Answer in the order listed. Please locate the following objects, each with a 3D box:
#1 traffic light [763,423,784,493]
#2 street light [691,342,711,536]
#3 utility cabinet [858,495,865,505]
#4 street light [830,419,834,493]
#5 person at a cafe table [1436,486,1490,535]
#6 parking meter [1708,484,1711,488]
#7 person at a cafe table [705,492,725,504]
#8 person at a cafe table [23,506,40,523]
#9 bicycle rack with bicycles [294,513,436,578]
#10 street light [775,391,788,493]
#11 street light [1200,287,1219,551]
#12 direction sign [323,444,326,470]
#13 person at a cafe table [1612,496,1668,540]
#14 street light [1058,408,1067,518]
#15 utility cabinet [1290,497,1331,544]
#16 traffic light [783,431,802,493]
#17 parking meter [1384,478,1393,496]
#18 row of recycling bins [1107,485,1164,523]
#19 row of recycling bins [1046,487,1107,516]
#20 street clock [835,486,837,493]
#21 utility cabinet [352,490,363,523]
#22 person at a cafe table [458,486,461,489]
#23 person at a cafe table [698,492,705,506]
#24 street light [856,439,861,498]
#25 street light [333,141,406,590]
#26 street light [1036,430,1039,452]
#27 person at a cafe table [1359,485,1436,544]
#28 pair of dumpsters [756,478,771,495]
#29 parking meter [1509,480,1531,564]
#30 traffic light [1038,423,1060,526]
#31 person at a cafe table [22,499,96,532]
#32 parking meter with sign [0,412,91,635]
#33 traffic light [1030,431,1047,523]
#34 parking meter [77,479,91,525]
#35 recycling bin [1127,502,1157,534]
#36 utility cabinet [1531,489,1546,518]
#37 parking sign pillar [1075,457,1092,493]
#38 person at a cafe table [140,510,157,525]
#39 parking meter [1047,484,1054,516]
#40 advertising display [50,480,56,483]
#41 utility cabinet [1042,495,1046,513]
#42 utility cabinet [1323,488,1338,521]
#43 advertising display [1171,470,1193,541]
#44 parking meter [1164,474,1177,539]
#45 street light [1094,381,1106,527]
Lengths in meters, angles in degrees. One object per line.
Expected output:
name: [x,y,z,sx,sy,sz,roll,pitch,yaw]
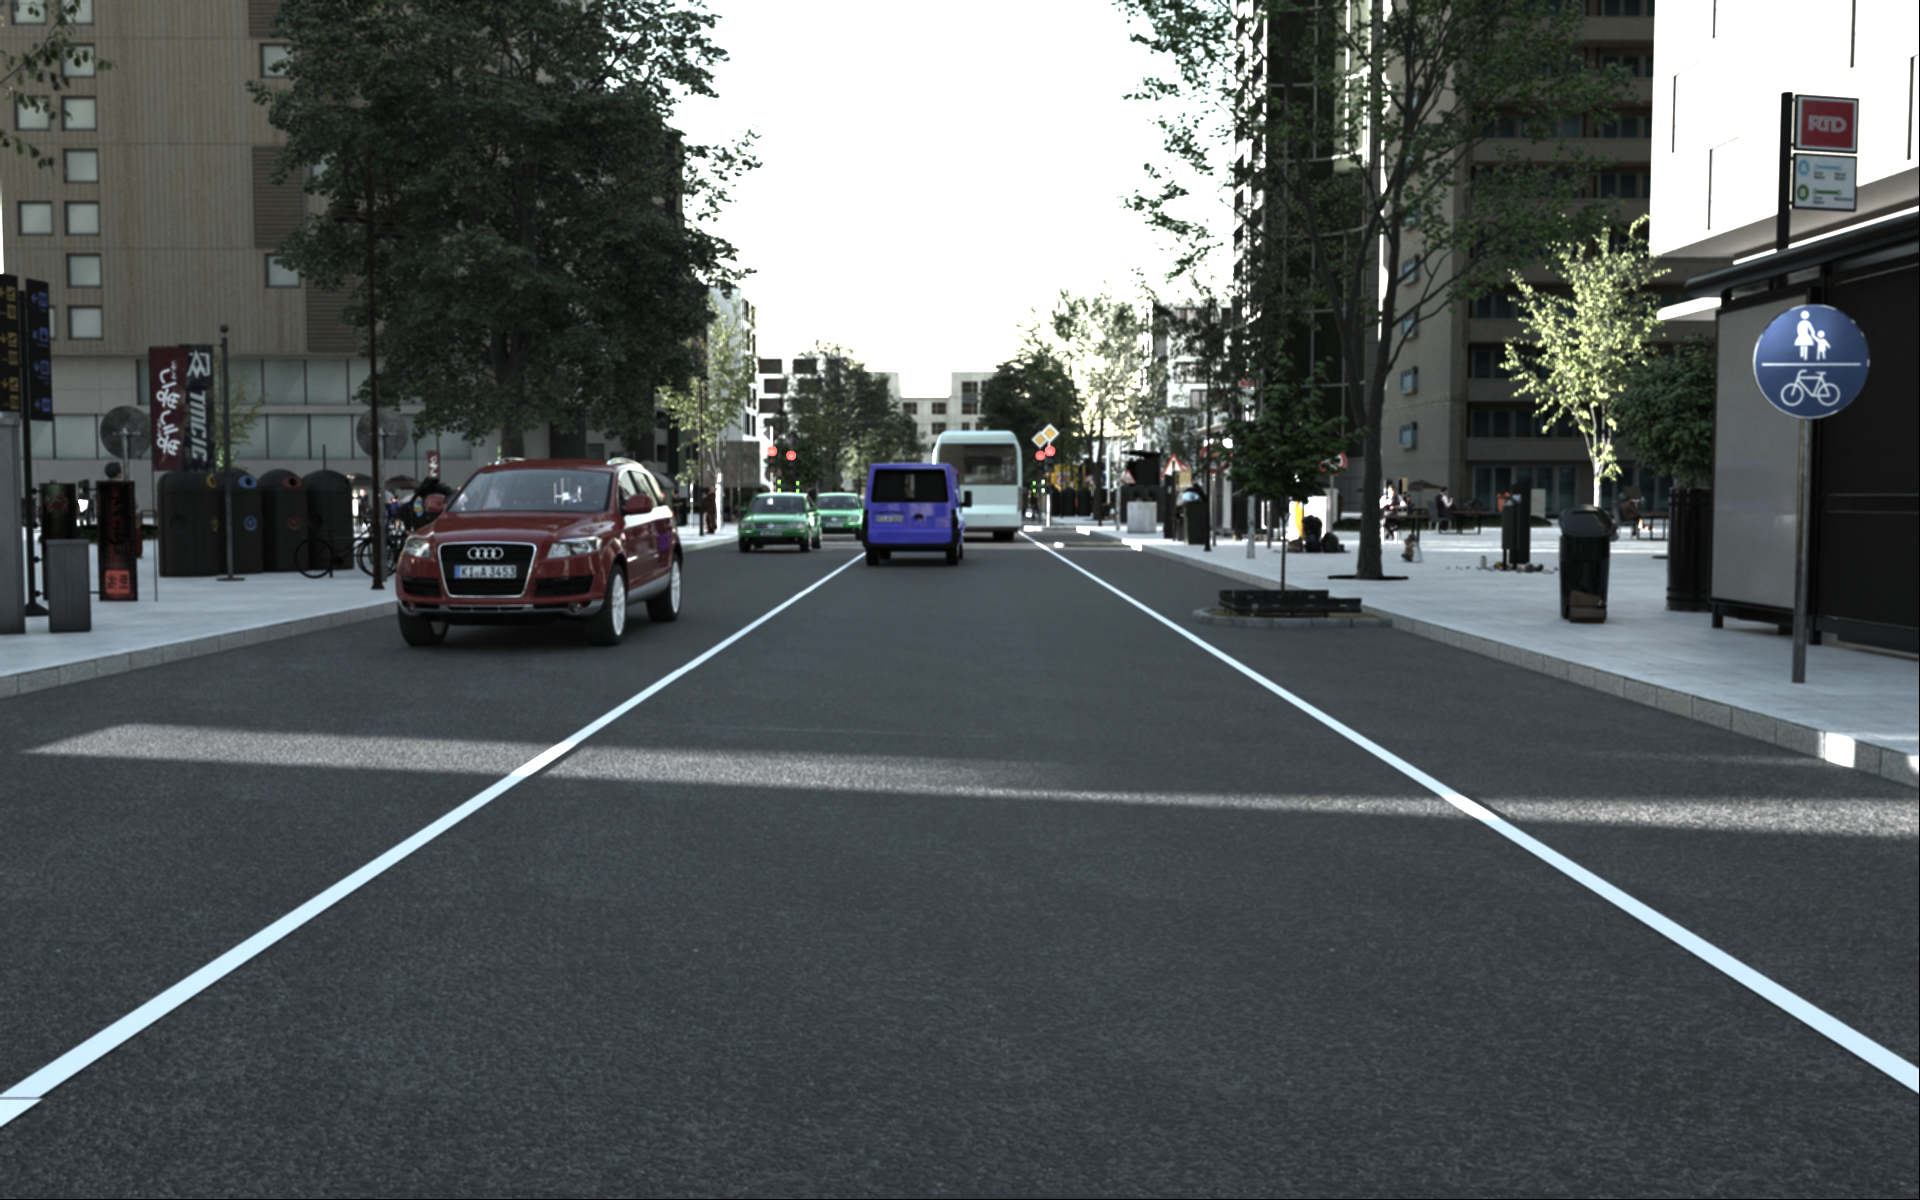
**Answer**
traffic light: [-7.417,-4.884,68.780,0.839,4.253,0.868,0,3,0]
street light: [-7.902,-4.893,52.780,0.468,5.910,1.993,0,3,0]
utility cabinet: [-8.192,-7.968,141.437,1.020,1.237,0.306,1,4,20]
street light: [-7.849,-8.205,106.932,0.468,5.910,1.993,0,3,0]
person at a cafe table: [15.721,-2.864,55.339,1.622,1.524,1.698,-1,4,-23]
parking meter: [34.854,-4.555,80.184,0.399,1.863,0.255,0,4,-5]
person at a cafe table: [-19.404,-8.032,139.832,1.622,1.524,1.698,0,4,4]
person at a cafe table: [-41.088,-4.251,78.022,1.622,1.524,1.698,1,4,20]
bicycle rack with bicycles: [-8.599,-0.851,27.304,2.925,0.926,2.852,0,4,4]
street light: [-7.977,-6.414,77.658,0.468,5.910,1.993,0,3,0]
street light: [5.572,-4.037,38.797,0.468,5.910,1.993,0,3,0]
direction sign: [-29.153,-5.352,79.497,0.379,3.537,0.876,-1,4,-17]
person at a cafe table: [19.126,-2.294,48.362,1.726,1.238,1.698,0,4,2]
street light: [5.497,-7.371,93.307,0.468,5.910,1.993,0,3,0]
utility cabinet: [9.027,-2.049,44.667,1.020,1.237,0.306,3,4,38]
traffic light: [-7.431,-5.373,76.765,0.839,4.253,0.868,0,3,0]
parking meter: [15.956,-3.597,64.519,0.255,1.863,0.399,0,4,7]
row of recycling bins: [8.355,-4.308,77.551,3.534,1.692,1.069,-3,5,-40]
row of recycling bins: [6.765,-5.691,100.166,3.534,1.692,1.069,0,4,1]
street clock: [-9.871,-8.114,137.228,0.358,2.002,0.471,2,4,30]
utility cabinet: [-26.855,-4.137,76.317,1.173,1.500,0.318,2,4,29]
person at a cafe table: [-15.011,-2.612,51.214,1.622,1.524,1.698,0,4,3]
person at a cafe table: [-21.470,-8.482,147.202,1.622,1.524,1.698,2,4,29]
street light: [-7.938,-9.987,136.071,0.468,5.910,1.993,0,3,0]
street light: [-7.849,-3.082,23.171,0.468,5.910,1.993,0,3,0]
street light: [5.490,-9.154,122.461,0.468,5.910,1.993,0,3,0]
person at a cafe table: [11.151,-2.206,44.580,1.698,1.524,1.622,0,4,5]
pair of dumpsters: [-12.030,-6.042,101.275,1.574,2.255,4.437,0,4,0]
parking meter: [10.271,-1.428,31.764,0.372,1.533,0.369,0,3,0]
traffic light: [3.545,-4.887,68.816,0.839,4.253,0.868,0,3,0]
person at a cafe table: [-30.428,-2.924,58.663,1.698,1.238,1.726,2,4,28]
parking meter with sign: [-8.938,-1.195,15.797,1.738,3.016,0.543,-2,4,-27]
traffic light: [3.530,-5.375,76.801,0.839,4.253,0.868,0,3,0]
parking meter: [-34.933,-3.875,69.060,0.399,1.863,0.255,1,4,14]
recycling bin: [5.949,-2.697,56.657,0.722,1.027,0.722,3,5,41]
utility cabinet: [26.399,-4.359,79.949,1.173,1.500,0.318,1,4,20]
parking sign pillar: [8.622,-8.153,121.779,1.447,3.967,1.447,-3,4,-36]
person at a cafe table: [-28.712,-3.140,59.862,1.622,1.524,1.698,2,4,26]
parking meter: [5.202,-5.727,99.344,0.399,1.863,0.255,0,4,7]
advertising display: [-42.003,-4.590,80.257,0.123,1.923,0.974,-1,4,-20]
utility cabinet: [5.834,-6.454,116.689,1.020,1.237,0.306,-3,4,-39]
utility cabinet: [14.360,-3.671,68.707,1.173,1.500,0.318,1,4,17]
advertising display: [6.059,-2.569,47.209,0.123,1.923,0.974,3,4,36]
parking meter: [6.102,-2.712,50.056,0.399,1.863,0.255,0,4,3]
street light: [5.537,-5.838,68.237,0.468,5.910,1.993,0,3,0]
